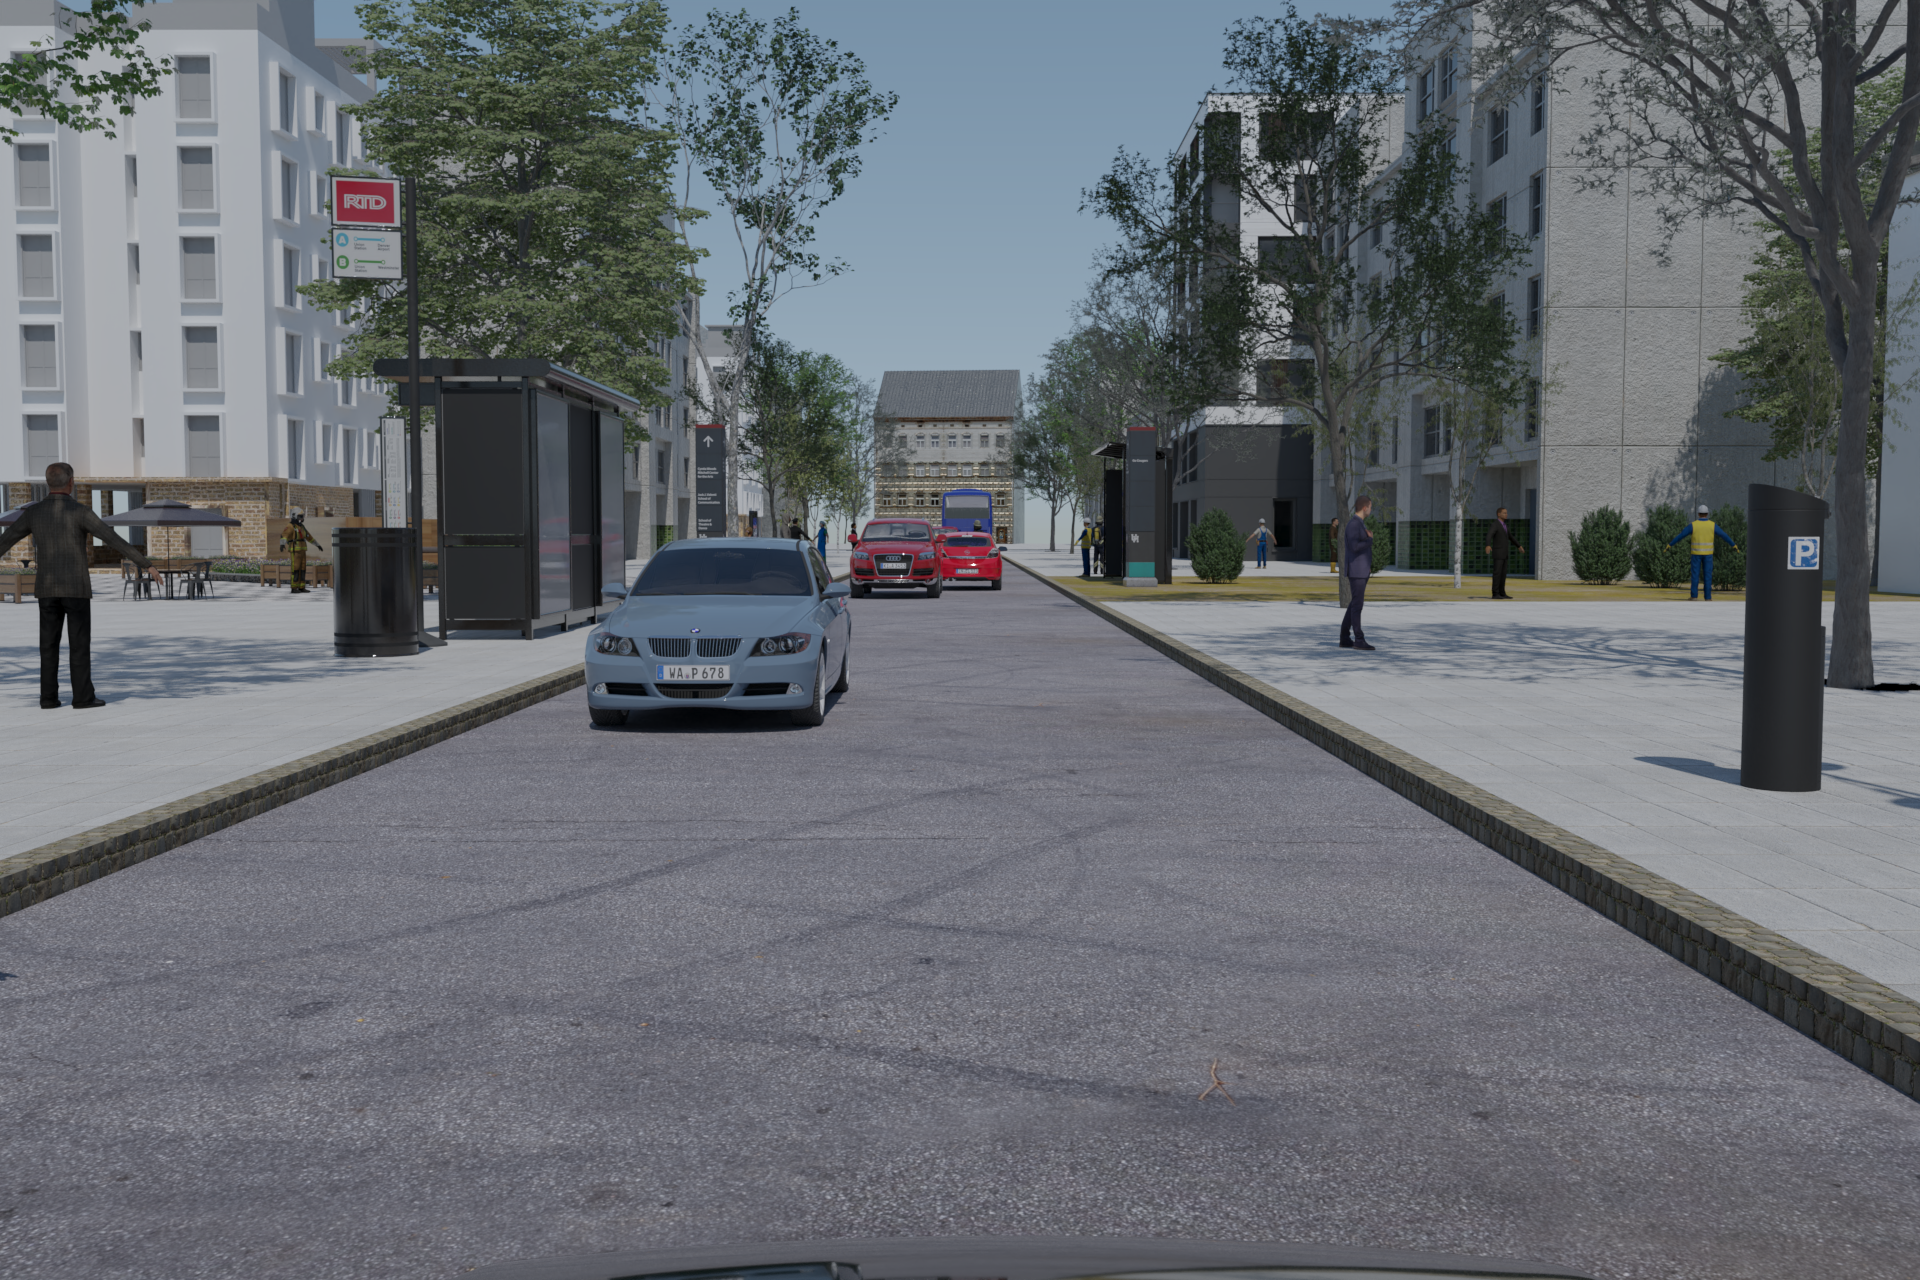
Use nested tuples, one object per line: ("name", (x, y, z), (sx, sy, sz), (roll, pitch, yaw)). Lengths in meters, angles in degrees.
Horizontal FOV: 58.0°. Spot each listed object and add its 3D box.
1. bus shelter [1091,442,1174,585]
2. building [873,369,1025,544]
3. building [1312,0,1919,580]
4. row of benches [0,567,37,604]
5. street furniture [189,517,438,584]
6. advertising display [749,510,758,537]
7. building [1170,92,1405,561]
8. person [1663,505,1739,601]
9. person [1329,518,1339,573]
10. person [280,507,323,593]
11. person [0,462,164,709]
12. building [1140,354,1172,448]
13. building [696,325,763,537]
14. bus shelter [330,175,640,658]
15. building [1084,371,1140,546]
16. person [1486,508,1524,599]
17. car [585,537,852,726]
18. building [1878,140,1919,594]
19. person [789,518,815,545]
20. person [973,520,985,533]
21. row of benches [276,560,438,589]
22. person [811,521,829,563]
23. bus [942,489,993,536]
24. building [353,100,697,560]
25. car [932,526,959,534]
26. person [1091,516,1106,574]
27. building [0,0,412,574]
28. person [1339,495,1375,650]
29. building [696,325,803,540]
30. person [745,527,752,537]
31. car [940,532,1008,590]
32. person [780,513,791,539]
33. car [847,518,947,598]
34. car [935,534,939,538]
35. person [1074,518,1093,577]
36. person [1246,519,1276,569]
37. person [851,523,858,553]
("bus shelter", (4.645, -3.413, 47.079), (1.731, 3.624, 6.357), (0, 3, 0))
("building", (-1.079, -24.301, 230.705), (18.063, 23.208, 19.493), (0, 4, 6))
("building", (24.497, -12.034, 63.213), (16.747, 18.905, 31.486), (0, 4, 0))
("row of benches", (-18.736, -1.068, 32.921), (4.104, 0.672, 1.422), (2, 4, 30))
("street furniture", (-17.758, -2.559, 48.697), (11.010, 1.723, 9.812), (-3, 5, -44))
("advertising display", (-5.693, -2.602, 47.757), (0.123, 1.923, 0.974), (0, 4, 1))
("building", (25.522, -15.461, 96.755), (27.936, 21.610, 32.646), (0, 4, 0))
("person", (14.202, -1.663, 33.161), (1.349, 1.833, 0.705), (1, 4, 16))
("person", (12.314, -3.102, 56.855), (0.704, 1.812, 1.346), (1, 4, 19))
("person", (-14.336, -1.945, 37.566), (0.705, 1.858, 1.354), (1, 4, 17))
("person", (-6.588, -0.402, 12.759), (1.348, 1.807, 0.705), (0, 4, -2))
("building", (26.476, -19.950, 157.114), (19.493, 23.208, 18.063), (0, 4, 0))
("building", (-24.426, -18.427, 157.707), (16.016, 20.090, 11.380), (0, 3, 0))
("bus shelter", (-5.963, -2.724, 22.173), (2.179, 5.291, 8.768), (0, 4, 0))
("building", (22.672, -19.466, 184.725), (16.747, 18.905, 31.486), (0, 4, 0))
("person", (10.682, -1.708, 34.143), (1.346, 1.802, 0.704), (-3, 5, -43))
("car", (-1.882, -0.152, 14.480), (2.014, 1.417, 4.499), (0, 4, 0))
("building", (24.856, -5.044, 24.613), (9.099, 9.664, 28.070), (0, 4, 0))
("person", (-5.584, -3.237, 58.866), (1.347, 1.837, 0.705), (1, 4, 20))
("person", (0.519, -2.713, 52.600), (1.354, 1.856, 0.705), (-2, 4, -30))
("row of benches", (-14.174, -1.560, 40.964), (4.104, 0.672, 1.422), (1, 4, 13))
("person", (-5.524, -3.849, 69.066), (0.704, 1.817, 1.347), (-2, 4, -33))
("bus", (0.392, -6.193, 92.794), (2.896, 3.916, 12.251), (0, 4, 0))
("building", (-23.924, -13.465, 86.608), (16.747, 18.905, 31.486), (0, 3, 0))
("car", (-0.842, -4.608, 84.009), (2.281, 1.827, 5.304), (0, 4, 0))
("person", (4.443, -3.015, 55.069), (1.354, 1.856, 0.705), (2, 4, 27))
("building", (-26.928, -12.261, 56.883), (16.016, 20.090, 11.380), (0, 3, 0))
("person", (4.444, -0.755, 19.311), (0.530, 1.710, 0.541), (2, 4, 33))
("building", (-27.289, -21.871, 188.516), (19.493, 23.208, 18.063), (0, 4, 0))
("person", (-4.333, -1.624, 35.820), (0.991, 1.433, 0.599), (1, 4, 15))
("car", (0.185, -2.229, 45.486), (2.155, 1.783, 4.494), (0, 4, 0))
("person", (-4.374, -2.305, 43.811), (0.705, 1.813, 1.348), (-1, 4, -9))
("car", (-1.436, -1.935, 40.317), (2.281, 1.827, 5.304), (0, 4, 0))
("car", (-1.230, -3.537, 68.054), (2.015, 1.641, 3.980), (0, 4, 0))
("person", (3.715, -2.784, 51.983), (0.721, 1.772, 1.216), (2, 4, 27))
("person", (11.127, -3.552, 63.928), (1.347, 1.847, 0.705), (-1, 4, -21))
("person", (-4.331, -3.997, 72.078), (0.721, 1.740, 1.216), (0, 4, -8))
